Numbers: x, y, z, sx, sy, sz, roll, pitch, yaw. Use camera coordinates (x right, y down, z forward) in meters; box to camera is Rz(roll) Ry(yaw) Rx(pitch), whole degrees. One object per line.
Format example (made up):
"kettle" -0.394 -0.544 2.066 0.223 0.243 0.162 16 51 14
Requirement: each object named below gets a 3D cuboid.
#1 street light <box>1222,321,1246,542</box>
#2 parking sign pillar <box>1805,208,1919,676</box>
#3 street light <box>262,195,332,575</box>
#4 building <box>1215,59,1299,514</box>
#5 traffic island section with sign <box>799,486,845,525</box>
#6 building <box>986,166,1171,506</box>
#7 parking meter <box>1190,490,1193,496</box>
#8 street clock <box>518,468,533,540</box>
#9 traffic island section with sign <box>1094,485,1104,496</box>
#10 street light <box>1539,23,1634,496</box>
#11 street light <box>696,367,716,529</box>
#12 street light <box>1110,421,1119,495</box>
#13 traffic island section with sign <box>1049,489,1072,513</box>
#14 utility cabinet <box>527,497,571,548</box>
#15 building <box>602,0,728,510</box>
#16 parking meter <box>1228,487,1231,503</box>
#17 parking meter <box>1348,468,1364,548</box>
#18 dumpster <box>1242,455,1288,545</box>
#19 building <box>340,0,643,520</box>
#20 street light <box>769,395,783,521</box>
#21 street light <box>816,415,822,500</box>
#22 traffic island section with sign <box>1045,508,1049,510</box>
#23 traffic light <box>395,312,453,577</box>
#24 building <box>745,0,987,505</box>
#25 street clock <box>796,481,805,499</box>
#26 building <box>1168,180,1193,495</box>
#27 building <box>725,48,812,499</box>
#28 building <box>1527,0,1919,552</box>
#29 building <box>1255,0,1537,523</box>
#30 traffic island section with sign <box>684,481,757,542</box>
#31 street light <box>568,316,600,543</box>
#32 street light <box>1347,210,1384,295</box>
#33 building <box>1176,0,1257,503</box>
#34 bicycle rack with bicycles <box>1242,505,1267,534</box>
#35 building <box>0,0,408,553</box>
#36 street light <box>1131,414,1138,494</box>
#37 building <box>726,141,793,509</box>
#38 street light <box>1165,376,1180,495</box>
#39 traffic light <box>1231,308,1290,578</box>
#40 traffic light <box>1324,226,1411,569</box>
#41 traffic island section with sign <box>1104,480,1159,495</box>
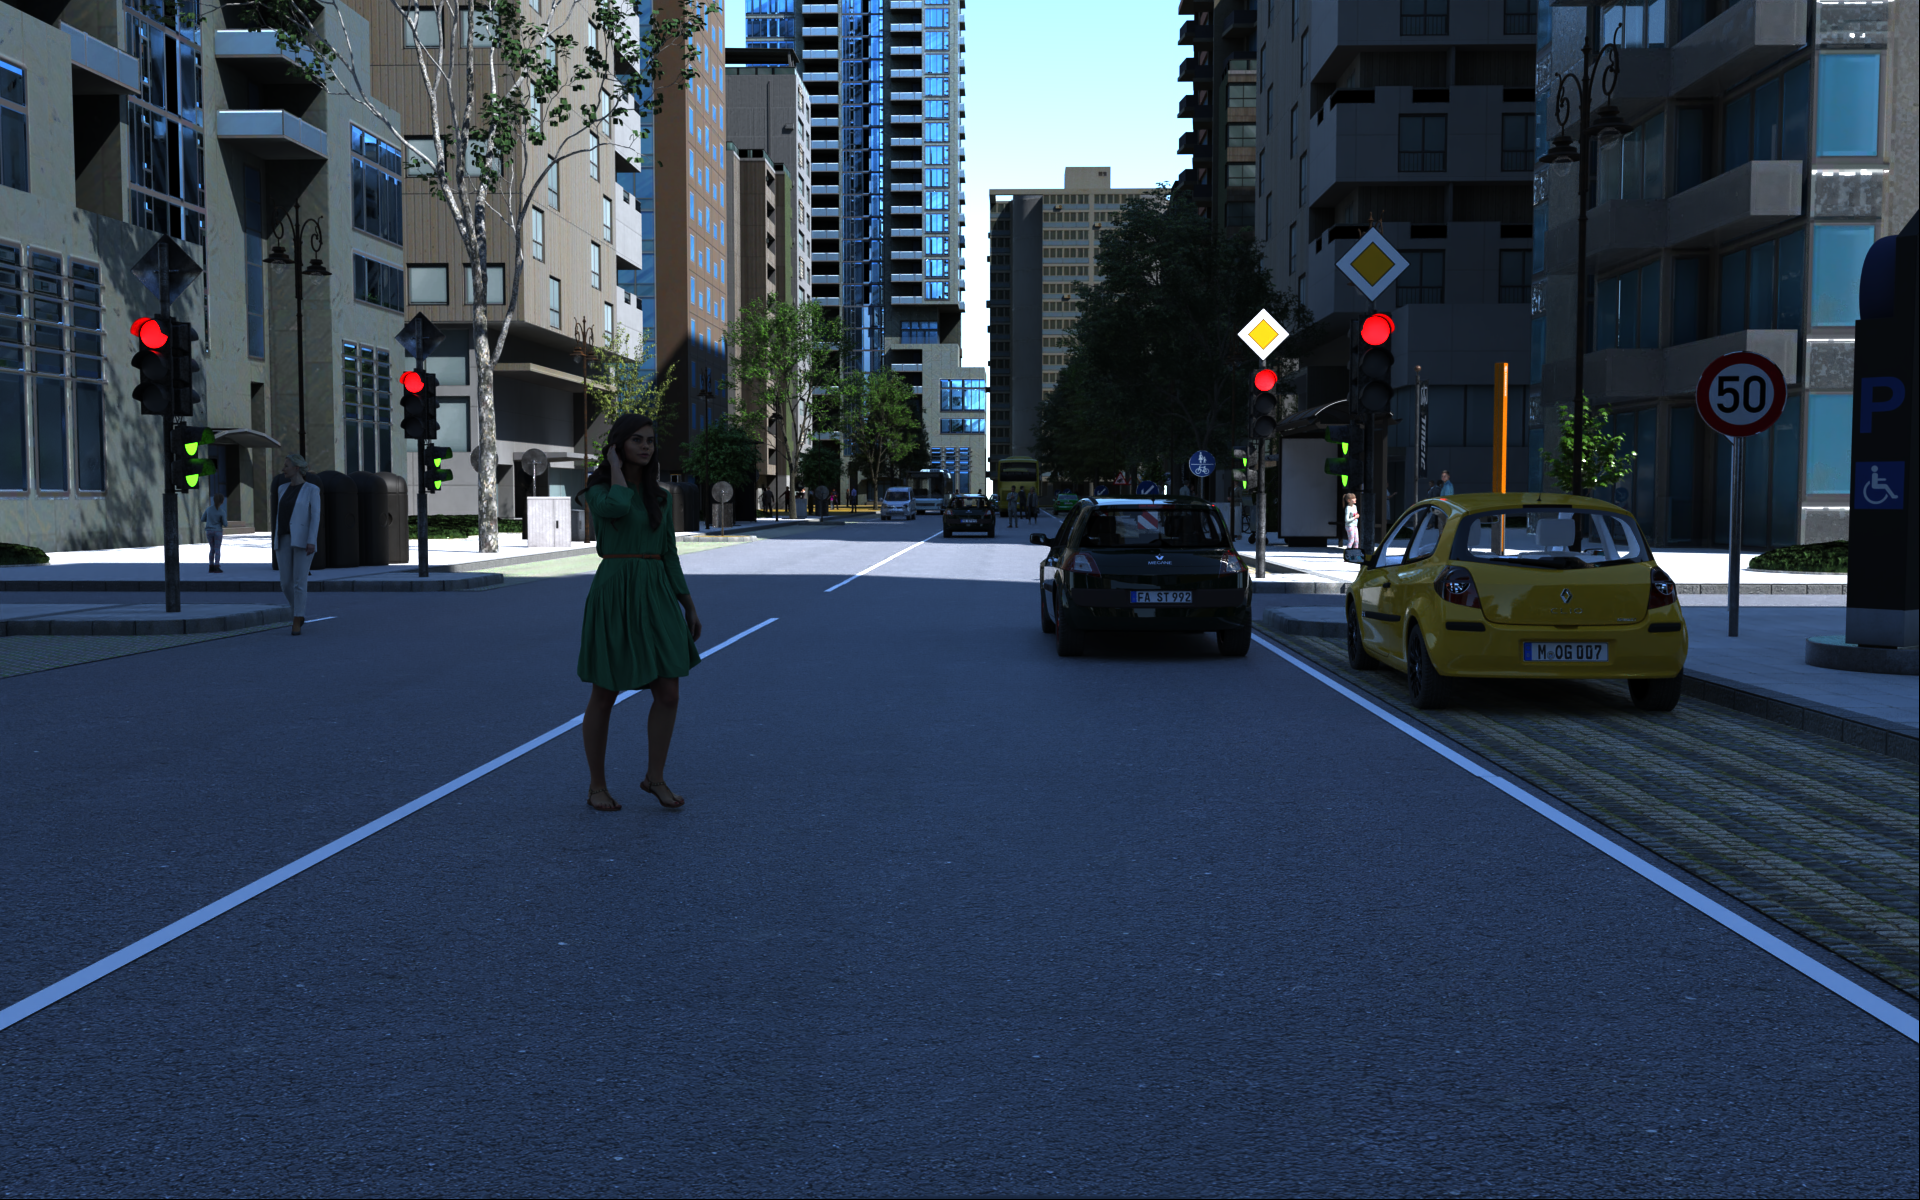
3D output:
"street light" 7.338 -4.508 46.491 0.468 5.910 1.993 0 4 2
"parking sign pillar" 7.081 -1.485 12.751 1.447 3.967 1.447 -3 4 -38
"street light" -10.331 -3.325 27.153 0.468 5.910 1.993 0 4 2
"building" 24.440 -21.220 118.653 14.160 30.474 14.107 0 4 2
"traffic island section with sign" -6.332 -4.347 79.705 1.989 1.847 2.006 0 4 2
"building" 15.219 -31.579 208.198 23.993 40.220 32.217 0 4 2
"parking meter" 10.381 -4.299 78.698 0.372 1.533 0.369 0 3 0
"street clock" -12.245 -2.711 48.894 0.358 2.002 0.471 1 4 22
"traffic island section with sign" 6.254 -4.265 78.367 1.989 1.847 2.006 0 4 2
"street light" 6.324 -2.744 17.653 0.468 5.910 1.993 0 4 2
"street light" -9.216 -5.521 63.052 0.468 5.910 1.993 0 4 2
"street light" 9.001 -7.841 100.985 0.468 5.910 1.993 0 4 2
"traffic island section with sign" 7.843 -7.343 128.682 1.989 1.847 2.006 0 4 2
"utility cabinet" -9.871 -1.863 41.619 1.020 1.237 0.306 -1 4 -12
"building" -22.753 -28.060 108.891 14.600 45.320 14.200 0 4 2
"parking meter" 9.757 -3.271 61.894 0.372 1.533 0.369 0 3 0
"parking meter" 7.960 -1.772 34.689 0.255 1.863 0.399 2 4 29
"dumpster" 7.989 -2.520 43.697 1.502 2.255 1.985 0 4 2
"building" -31.599 -30.403 86.322 28.713 52.752 27.495 0 4 2
"street light" -8.578 -6.618 80.999 0.468 5.910 1.993 0 4 2
"street light" -8.036 -7.716 98.949 0.468 5.910 1.993 0 4 2
"traffic island section with sign" 8.724 -9.038 156.400 1.989 1.847 2.006 0 4 2
"traffic light" -8.291 -2.311 26.704 0.839 4.253 0.868 0 4 2
"building" -12.440 -54.398 202.081 31.000 86.520 22.319 0 4 2
"street clock" -8.945 -5.650 96.944 0.358 2.002 0.471 3 5 42
"building" 26.327 -23.856 161.740 14.160 30.474 14.107 0 4 2
"building" -21.241 -29.269 162.146 14.086 41.232 14.154 0 4 2
"building" 30.624 -25.950 43.885 30.456 49.044 23.786 0 4 2
"building" 28.880 -29.978 79.382 28.713 52.752 27.495 0 4 2
"traffic island section with sign" -7.198 -2.673 52.337 1.989 1.847 2.006 0 4 2
"street light" -9.748 -4.423 45.102 0.468 5.910 1.993 0 4 2
"street light" 6.726 -3.410 28.543 0.468 5.910 1.993 0 4 2
"building" 29.077 -29.672 139.759 22.147 44.769 28.867 0 4 2
"bicycle rack with bicycles" 8.592 -2.639 56.529 2.925 0.926 2.852 -1 4 -15
"building" -30.629 -44.978 48.064 22.319 86.520 31.000 0 4 2
"street light" 8.435 -6.730 82.820 0.468 5.910 1.993 0 4 2
"building" -21.864 -22.828 144.940 14.160 30.474 14.107 0 4 2
"street light" 7.889 -5.606 64.440 0.468 5.910 1.993 0 4 2
"traffic light" 4.564 -2.287 26.315 0.839 4.253 0.868 0 4 2
"traffic light" 4.312 -1.799 18.334 0.839 4.253 0.868 0 4 2
"traffic island section with sign" 5.403 -2.618 51.425 1.989 1.847 2.006 0 4 2
